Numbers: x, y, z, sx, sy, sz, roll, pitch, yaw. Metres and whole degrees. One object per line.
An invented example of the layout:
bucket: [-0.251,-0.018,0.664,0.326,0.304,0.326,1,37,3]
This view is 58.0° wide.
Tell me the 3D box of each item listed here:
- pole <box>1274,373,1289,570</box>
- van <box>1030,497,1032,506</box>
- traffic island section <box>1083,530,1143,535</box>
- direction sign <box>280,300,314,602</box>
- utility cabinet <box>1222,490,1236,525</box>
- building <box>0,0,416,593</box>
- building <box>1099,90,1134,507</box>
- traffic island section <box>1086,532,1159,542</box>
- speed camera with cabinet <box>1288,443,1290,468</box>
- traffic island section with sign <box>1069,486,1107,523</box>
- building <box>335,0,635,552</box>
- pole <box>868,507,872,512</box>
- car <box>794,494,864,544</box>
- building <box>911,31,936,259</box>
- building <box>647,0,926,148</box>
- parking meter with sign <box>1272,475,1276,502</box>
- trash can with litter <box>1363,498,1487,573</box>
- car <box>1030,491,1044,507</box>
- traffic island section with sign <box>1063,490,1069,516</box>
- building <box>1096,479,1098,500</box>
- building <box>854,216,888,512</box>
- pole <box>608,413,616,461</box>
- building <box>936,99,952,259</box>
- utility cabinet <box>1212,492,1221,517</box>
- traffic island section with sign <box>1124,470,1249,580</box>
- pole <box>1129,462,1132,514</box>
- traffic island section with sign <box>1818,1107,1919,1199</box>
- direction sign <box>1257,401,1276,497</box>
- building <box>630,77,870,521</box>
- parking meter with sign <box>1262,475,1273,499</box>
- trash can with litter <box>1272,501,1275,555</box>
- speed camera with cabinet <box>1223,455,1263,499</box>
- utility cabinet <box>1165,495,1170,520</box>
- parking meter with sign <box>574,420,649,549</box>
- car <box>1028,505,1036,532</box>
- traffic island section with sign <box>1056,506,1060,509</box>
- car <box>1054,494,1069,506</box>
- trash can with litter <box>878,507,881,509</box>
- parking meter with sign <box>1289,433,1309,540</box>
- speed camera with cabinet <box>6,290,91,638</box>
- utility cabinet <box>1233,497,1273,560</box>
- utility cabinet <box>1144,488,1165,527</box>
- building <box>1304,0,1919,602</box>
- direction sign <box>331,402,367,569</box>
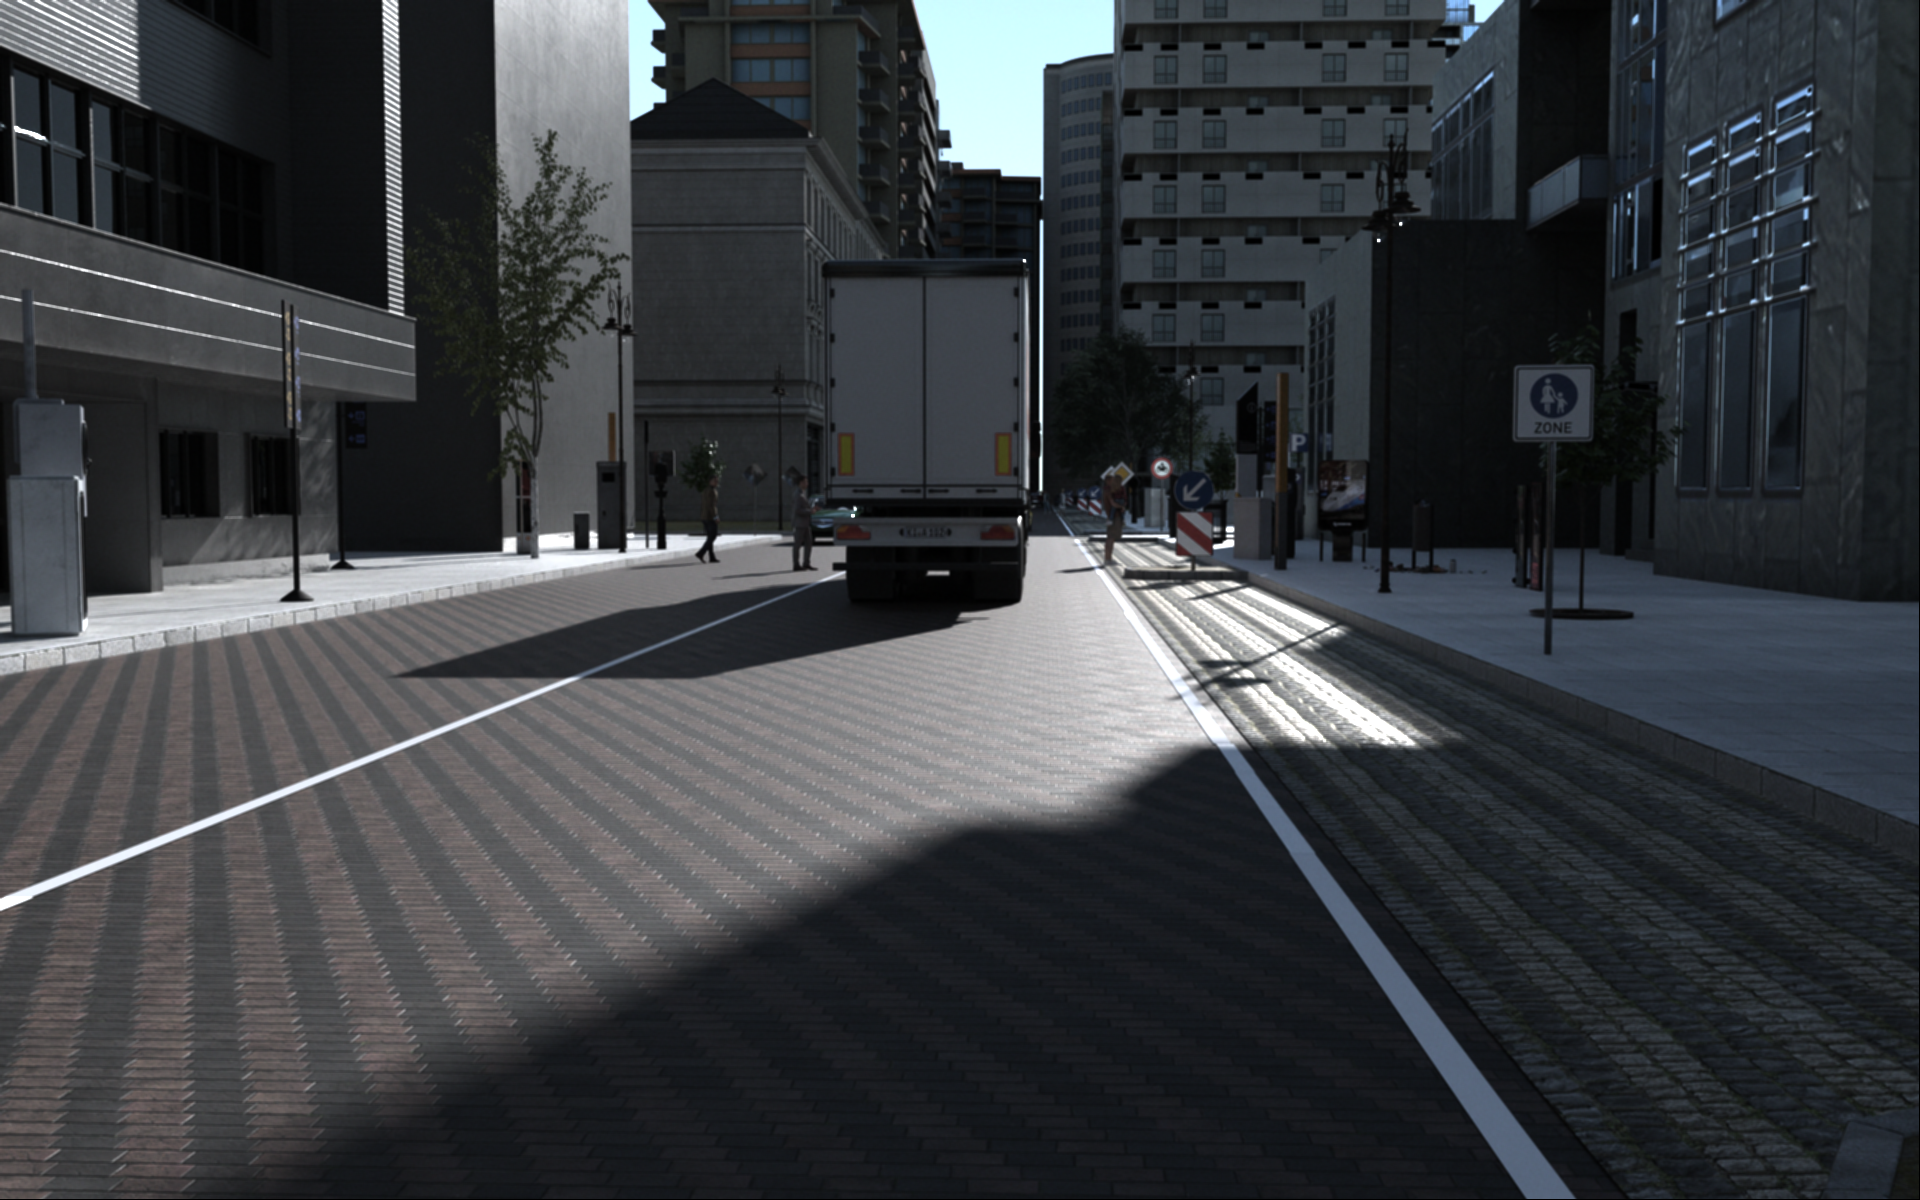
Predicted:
pole: [5.433,-2.167,29.267,0.158,3.312,0.155,0,3,0]
van: [4.936,-8.283,142.441,2.013,2.044,4.112,0,4,4]
traffic island section: [5.305,-2.340,60.546,2.009,0.180,2.903,0,4,3]
direction sign: [-7.962,-1.755,20.698,0.379,3.537,0.876,-1,4,-10]
utility cabinet: [11.209,-3.766,70.246,0.318,1.500,1.173,-2,4,-24]
building: [-16.644,-11.910,13.792,14.314,24.678,30.058,0,4,3]
building: [21.391,-30.281,178.695,14.154,41.232,14.086,0,4,3]
traffic island section: [4.923,-1.853,52.570,2.009,0.180,2.903,0,4,3]
speed camera with cabinet: [13.246,-4.417,66.557,0.660,3.252,2.038,-2,4,-34]
traffic island section with sign: [6.502,-4.678,85.115,1.989,1.847,2.006,0,4,3]
building: [-21.680,-15.391,45.154,24.014,27.812,14.314,0,4,3]
pole: [-5.122,-6.393,98.369,0.158,3.312,0.155,0,3,0]
car: [-3.763,-2.383,50.756,2.131,1.459,4.920,0,4,2]
building: [-13.682,-33.772,175.870,21.300,48.544,21.600,0,4,3]
building: [-14.485,-30.333,150.575,22.147,44.769,28.867,0,4,3]
parking meter with sign: [12.462,-4.147,64.060,1.738,3.016,0.543,-3,4,-36]
trash can with litter: [7.578,-1.088,28.843,1.678,1.210,2.233,-1,4,-19]
car: [8.636,-11.564,197.746,2.281,1.827,5.304,0,4,3]
traffic island section with sign: [7.777,-6.325,112.041,1.989,1.847,2.006,0,4,3]
building: [31.834,-30.910,197.253,32.217,40.220,23.993,0,4,3]
building: [-10.371,-16.100,112.381,9.793,20.994,18.267,0,4,3]
pole: [-8.731,-3.037,43.502,0.158,3.312,0.155,0,3,0]
building: [-16.348,-35.531,200.533,30.456,49.044,23.786,0,4,3]
utility cabinet: [14.058,-5.240,94.349,1.173,1.500,0.318,1,4,18]
traffic island section with sign: [3.826,-1.282,29.589,1.989,1.847,2.006,0,4,3]
pole: [10.953,-7.179,111.218,0.158,3.312,0.155,0,3,0]
traffic island section with sign: [2.537,0.365,2.665,1.989,1.847,2.006,0,4,3]
direction sign: [7.324,-3.078,42.324,0.876,3.537,0.379,1,4,10]
building: [-11.515,-14.132,81.970,10.553,20.767,40.483,0,4,3]
parking meter with sign: [12.552,-4.492,69.701,1.738,3.016,0.543,1,4,20]
trash can with litter: [6.671,-1.550,36.723,0.624,1.170,1.055,-1,4,-14]
speed camera with cabinet: [12.890,-5.113,77.929,2.038,3.252,0.660,2,4,35]
utility cabinet: [10.021,-4.513,84.947,1.020,1.237,0.306,-1,4,-21]
parking meter with sign: [-8.227,-2.726,40.837,1.738,3.016,0.543,-1,4,-11]
car: [1.889,-3.460,66.791,2.015,1.641,3.980,0,4,4]
traffic island section with sign: [10.189,-9.407,162.435,1.989,1.847,2.006,0,4,3]
car: [11.921,-11.679,202.950,2.014,1.417,4.499,0,4,3]
trash can with litter: [-4.581,-5.291,97.893,0.624,1.170,1.055,0,4,5]
parking meter with sign: [9.468,-3.216,48.846,0.543,3.016,1.738,1,4,16]
speed camera with cabinet: [-8.581,-1.345,16.325,0.660,3.252,2.038,-2,4,-24]
utility cabinet: [5.775,-1.406,34.156,0.306,1.237,1.020,-1,4,-21]
utility cabinet: [7.479,-3.529,66.375,0.318,1.500,1.173,2,4,34]
building: [20.598,-44.056,32.991,22.319,86.520,31.000,0,4,3]
direction sign: [-10.621,-2.305,29.691,0.876,3.537,0.379,-1,4,-22]
